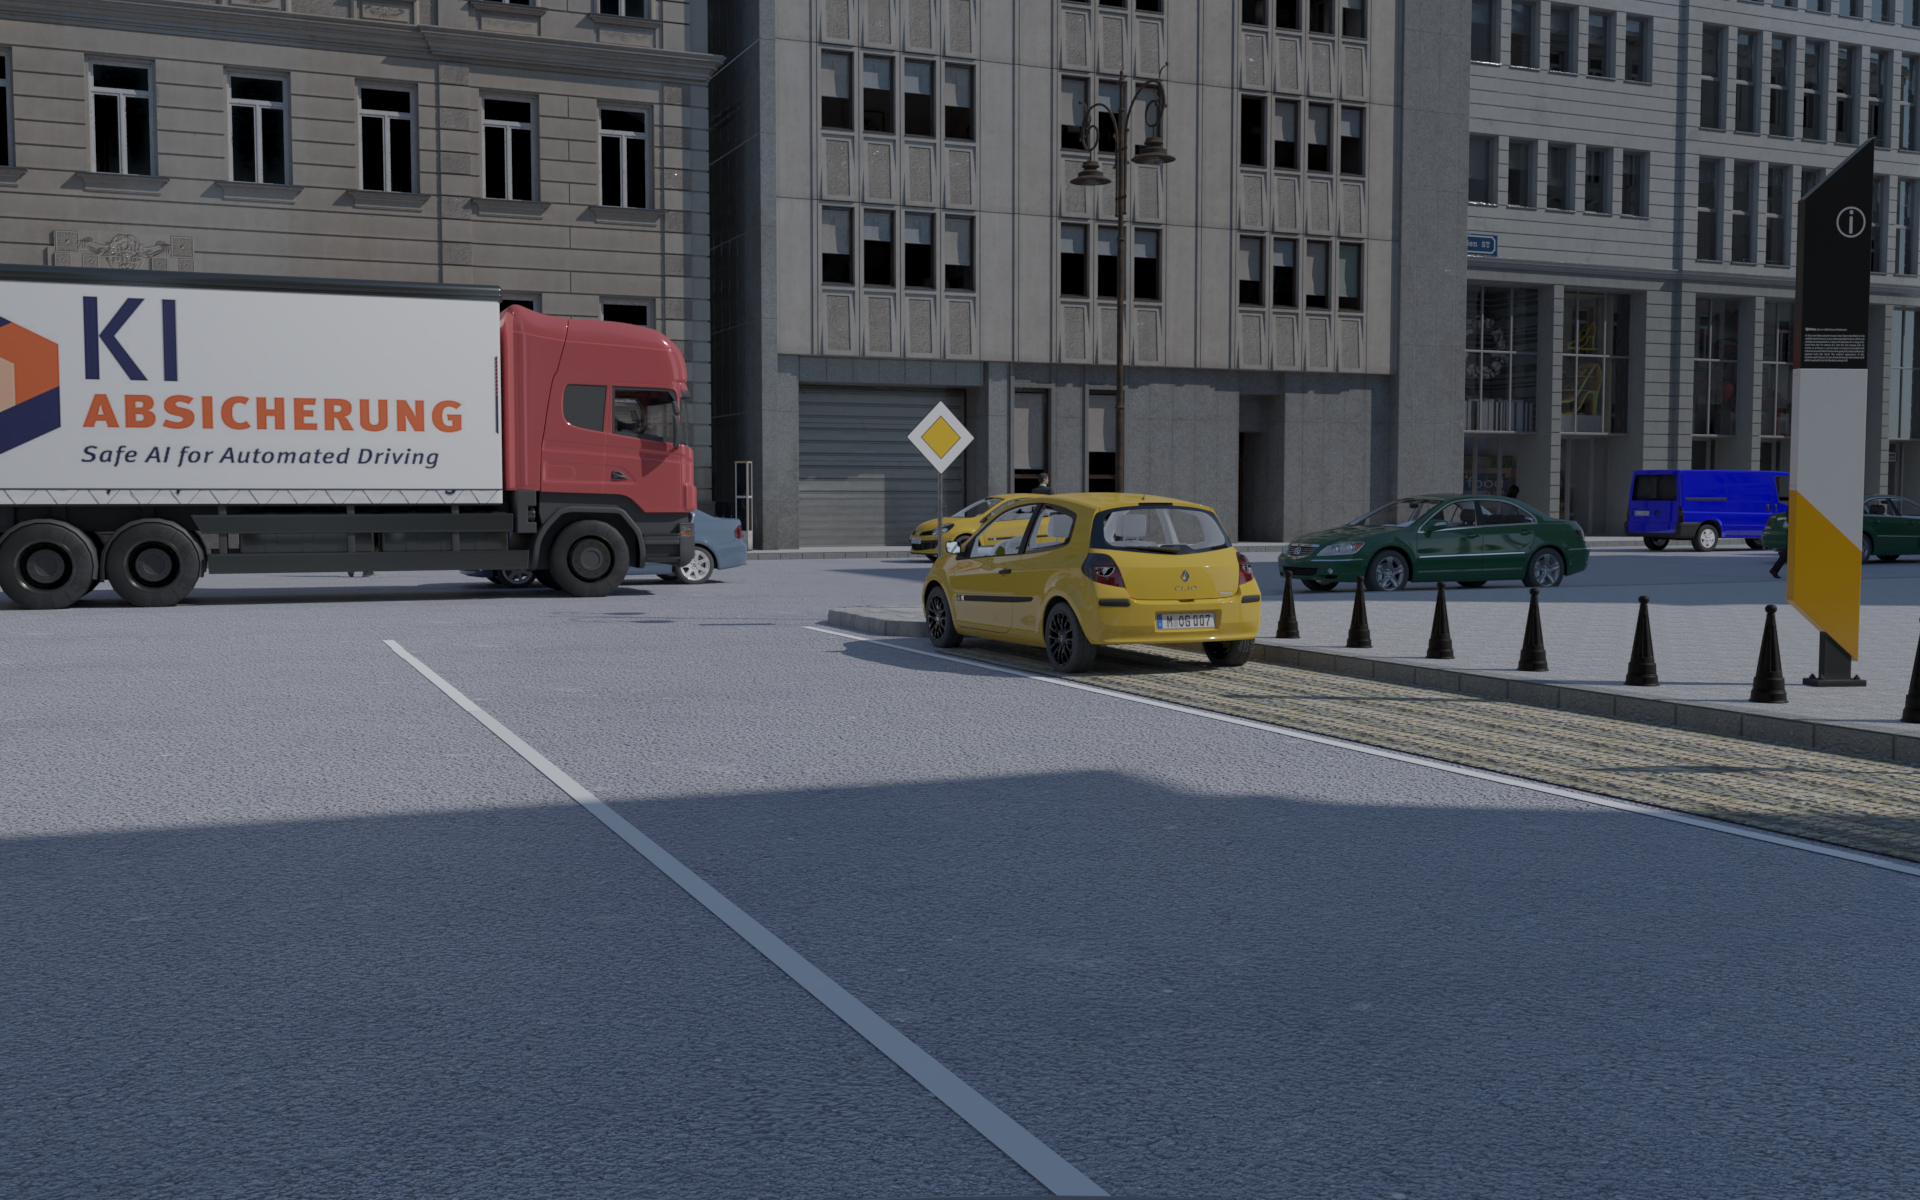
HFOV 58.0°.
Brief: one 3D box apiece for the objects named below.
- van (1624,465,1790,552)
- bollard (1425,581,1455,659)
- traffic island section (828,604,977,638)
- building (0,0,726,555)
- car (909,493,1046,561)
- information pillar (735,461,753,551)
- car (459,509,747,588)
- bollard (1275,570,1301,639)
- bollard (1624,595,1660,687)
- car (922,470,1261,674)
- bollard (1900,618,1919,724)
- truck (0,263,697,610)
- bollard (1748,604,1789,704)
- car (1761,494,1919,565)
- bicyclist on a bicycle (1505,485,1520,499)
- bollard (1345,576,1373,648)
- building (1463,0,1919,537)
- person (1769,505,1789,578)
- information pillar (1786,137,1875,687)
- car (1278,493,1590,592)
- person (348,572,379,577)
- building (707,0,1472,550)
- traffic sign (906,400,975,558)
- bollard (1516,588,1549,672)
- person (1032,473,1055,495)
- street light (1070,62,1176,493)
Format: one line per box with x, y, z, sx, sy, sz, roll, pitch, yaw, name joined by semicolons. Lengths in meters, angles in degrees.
19.626;-2.429;44.101;5.245;2.365;2.240;-1;4;-22;van
3.755;0.154;13.528;0.229;0.601;0.229;0;3;0;bollard
-0.198;0.218;18.715;2.009;0.180;2.903;-2;4;-23;traffic island section
-19.014;-14.814;39.479;25.104;27.353;12.463;-2;4;-23;building
0.882;-1.636;36.966;3.980;1.641;2.015;-2;4;-23;car
-4.852;-2.103;38.882;0.304;2.012;0.304;1;4;13;information pillar
-5.678;-0.956;27.632;4.499;1.417;2.014;-2;4;-24;car
2.923;0.037;15.431;0.229;0.601;0.229;0;3;0;bollard
4.585;0.270;11.629;0.229;0.601;0.229;0;3;0;bollard
1.009;-0.315;15.373;2.015;1.641;3.980;-2;4;-23;car
5.419;0.386;9.731;0.229;0.601;0.229;0;3;0;bollard
-8.690;-2.121;23.588;11.283;4.237;2.839;-1;4;-22;truck
4.997;0.327;10.688;0.229;0.601;0.229;0;3;0;bollard
19.184;-1.507;36.438;4.920;1.459;2.131;-1;4;-22;car
11.147;-1.515;34.785;1.625;1.676;1.499;-1;4;-22;bicyclist on a bicycle
3.341;0.095;14.483;0.229;0.601;0.229;0;3;0;bollard
24.773;-17.190;58.555;29.804;29.767;11.434;-2;4;-23;building
14.176;-1.112;29.369;0.574;1.496;0.600;-1;4;-17;person
5.776;-1.231;11.487;0.504;3.616;0.183;0;4;-5;information pillar
7.016;-0.848;25.668;4.920;1.459;2.131;-1;4;-23;car
-10.175;-1.279;29.902;0.782;1.767;0.515;2;4;32;person
2.223;-14.074;48.139;19.932;24.808;12.078;-2;4;-23;building
-0.217;-0.917;18.629;0.795;2.450;0.064;-2;4;-23;traffic sign
4.169;0.211;12.588;0.229;0.601;0.229;0;3;0;bollard
1.961;-1.915;39.166;0.648;1.900;0.474;1;4;13;person
1.761;-2.830;19.063;0.468;5.910;1.993;-2;4;-23;street light
